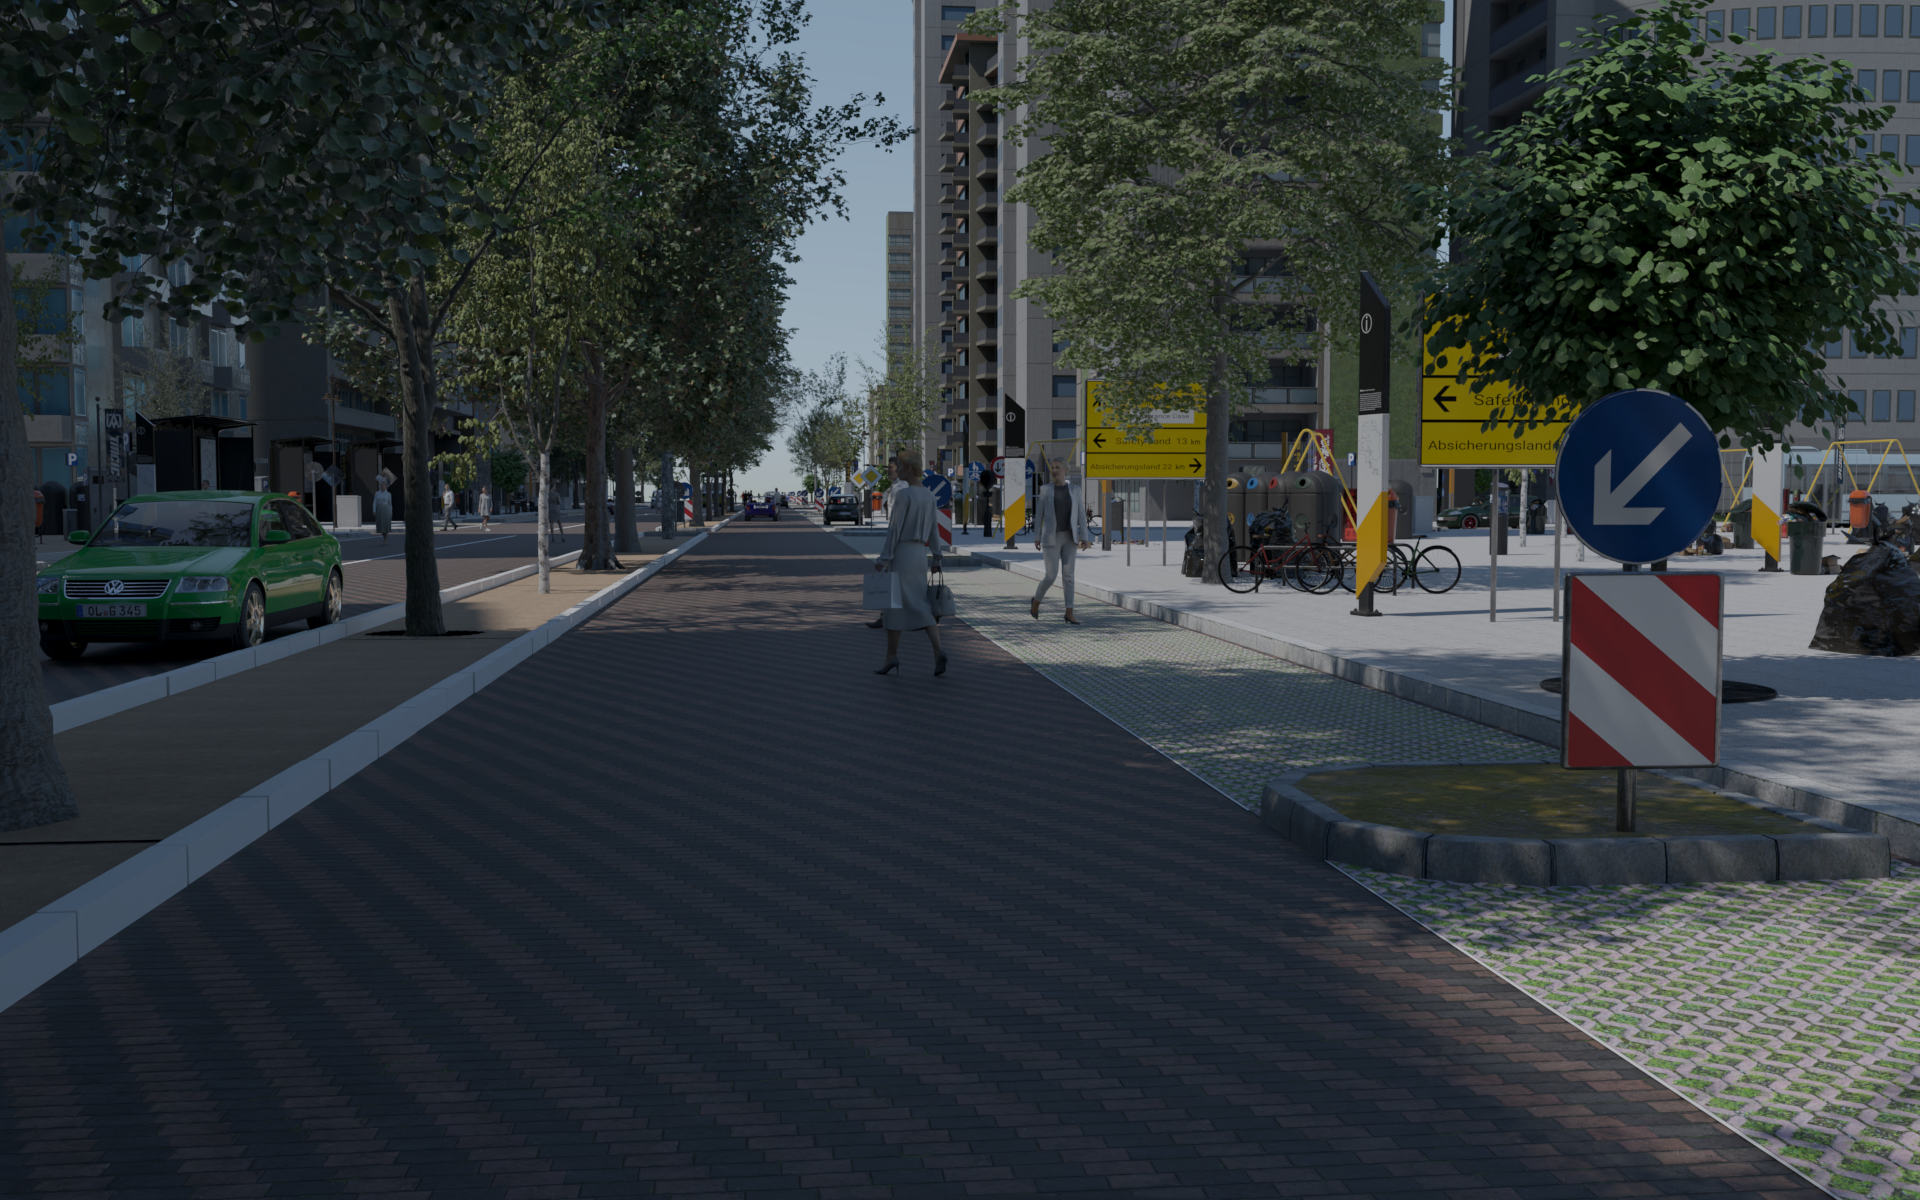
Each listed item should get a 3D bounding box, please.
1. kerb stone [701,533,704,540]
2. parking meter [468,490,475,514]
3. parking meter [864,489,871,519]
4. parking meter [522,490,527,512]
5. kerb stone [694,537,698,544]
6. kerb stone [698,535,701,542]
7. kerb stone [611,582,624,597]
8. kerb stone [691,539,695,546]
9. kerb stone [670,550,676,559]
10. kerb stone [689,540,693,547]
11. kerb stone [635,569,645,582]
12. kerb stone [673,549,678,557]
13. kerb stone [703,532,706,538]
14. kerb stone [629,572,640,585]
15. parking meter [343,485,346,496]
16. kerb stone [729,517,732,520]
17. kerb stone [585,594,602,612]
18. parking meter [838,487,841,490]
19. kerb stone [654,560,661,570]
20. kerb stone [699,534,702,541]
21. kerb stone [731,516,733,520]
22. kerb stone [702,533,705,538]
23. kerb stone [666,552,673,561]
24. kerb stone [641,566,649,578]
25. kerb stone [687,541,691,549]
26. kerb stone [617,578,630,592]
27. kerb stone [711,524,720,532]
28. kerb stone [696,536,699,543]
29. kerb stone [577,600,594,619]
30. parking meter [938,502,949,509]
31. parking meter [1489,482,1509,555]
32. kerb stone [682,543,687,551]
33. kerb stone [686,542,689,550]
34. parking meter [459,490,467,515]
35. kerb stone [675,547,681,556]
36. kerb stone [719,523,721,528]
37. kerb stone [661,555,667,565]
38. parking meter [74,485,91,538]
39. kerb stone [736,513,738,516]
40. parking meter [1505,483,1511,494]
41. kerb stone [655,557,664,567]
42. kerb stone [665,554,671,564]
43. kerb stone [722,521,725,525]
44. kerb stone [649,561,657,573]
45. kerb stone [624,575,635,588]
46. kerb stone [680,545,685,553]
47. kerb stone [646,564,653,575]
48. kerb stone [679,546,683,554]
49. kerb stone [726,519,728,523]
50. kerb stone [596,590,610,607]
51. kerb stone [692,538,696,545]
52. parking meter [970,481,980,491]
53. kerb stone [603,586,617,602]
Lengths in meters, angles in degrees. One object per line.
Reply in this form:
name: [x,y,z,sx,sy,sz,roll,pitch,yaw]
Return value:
kerb stone: [-7.954,-1.865,52.684,0.120,0.150,1.000,0,4,-6]
parking meter: [-32.005,-6.427,113.490,0.372,1.533,0.369,0,3,0]
parking meter: [-4.844,-5.042,90.848,0.372,1.533,0.369,0,3,0]
parking meter: [-30.492,-6.900,121.224,0.372,1.533,0.369,0,3,0]
kerb stone: [-7.505,-1.614,48.612,0.120,0.150,1.000,0,4,-6]
kerb stone: [-7.732,-1.740,50.644,0.120,0.150,1.000,0,4,-6]
kerb stone: [-4.828,-0.115,24.149,0.120,0.150,1.000,0,4,-6]
kerb stone: [-7.288,-1.491,46.571,0.120,0.150,1.000,0,4,-6]
kerb stone: [-6.283,-0.930,37.399,0.120,0.150,1.000,0,4,-6]
kerb stone: [-7.173,-1.423,45.551,0.120,0.150,1.000,0,4,-6]
kerb stone: [-5.269,-0.368,28.214,0.120,0.150,1.000,0,4,-6]
kerb stone: [-6.395,-0.992,38.415,0.120,0.150,1.000,0,4,-6]
kerb stone: [-8.182,-1.987,54.716,0.120,0.150,1.000,0,4,-6]
kerb stone: [-5.167,-0.306,27.197,0.120,0.150,1.000,0,4,-6]
parking meter: [-39.753,-6.519,112.299,0.255,1.863,0.399,2,4,33]
kerb stone: [-11.911,-4.079,88.884,0.120,0.150,1.000,0,4,-6]
kerb stone: [-4.498,0.068,21.089,0.120,0.150,1.000,0,4,-6]
parking meter: [-9.675,-8.160,139.133,0.255,1.863,0.399,0,4,-8]
kerb stone: [-5.725,-0.614,32.303,0.120,0.150,1.000,0,4,-6]
kerb stone: [-7.843,-1.802,51.660,0.120,0.150,1.000,0,4,-6]
kerb stone: [-12.143,-4.197,90.921,0.120,0.150,1.000,0,4,-6]
kerb stone: [-8.061,-1.927,53.700,0.120,0.150,1.000,0,4,-6]
kerb stone: [-6.167,-0.866,36.381,0.120,0.150,1.000,0,4,-6]
kerb stone: [-5.389,-0.431,29.241,0.120,0.150,1.000,0,4,-6]
kerb stone: [-7.061,-1.366,44.528,0.120,0.150,1.000,0,4,-6]
kerb stone: [-4.940,-0.182,25.165,0.120,0.150,1.000,0,4,-6]
kerb stone: [-9.685,-2.829,68.502,0.120,0.150,1.000,0,4,-6]
kerb stone: [-7.622,-1.678,49.627,0.120,0.150,1.000,0,4,-6]
kerb stone: [-4.384,0.130,20.072,0.120,0.150,1.000,0,4,-6]
parking meter: [-0.667,-3.832,71.068,0.372,1.533,0.369,0,3,0]
parking meter: [11.337,-1.713,36.423,0.372,1.533,0.369,0,3,0]
kerb stone: [-6.838,-1.237,42.484,0.120,0.150,1.000,0,4,-6]
kerb stone: [-6.947,-1.303,43.507,0.120,0.150,1.000,0,4,-6]
parking meter: [-30.119,-6.064,104.862,0.399,1.863,0.255,1,4,11]
kerb stone: [-6.507,-1.054,39.432,0.120,0.150,1.000,0,4,-6]
kerb stone: [-9.903,-2.953,70.534,0.120,0.150,1.000,0,4,-6]
kerb stone: [-5.960,-0.743,34.347,0.120,0.150,1.000,0,4,-6]
parking meter: [-23.875,-2.368,47.121,0.372,1.533,0.369,0,3,0]
kerb stone: [-13.594,-5.010,104.167,0.120,0.150,1.000,0,4,-6]
parking meter: [27.622,-5.004,87.523,0.255,1.863,0.399,-1,4,-19]
kerb stone: [-5.843,-0.676,33.324,0.120,0.150,1.000,0,4,-6]
kerb stone: [-6.050,-0.806,35.366,0.120,0.150,1.000,0,4,-6]
kerb stone: [-10.460,-3.269,75.638,0.120,0.150,1.000,0,4,-6]
kerb stone: [-5.606,-0.556,31.288,0.120,0.150,1.000,0,4,-6]
kerb stone: [-5.051,-0.242,26.181,0.120,0.150,1.000,0,4,-6]
kerb stone: [-6.728,-1.172,41.468,0.120,0.150,1.000,0,4,-6]
kerb stone: [-5.503,-0.484,30.263,0.120,0.150,1.000,0,4,-6]
kerb stone: [-6.620,-1.112,40.448,0.120,0.150,1.000,0,4,-6]
kerb stone: [-11.026,-3.581,80.741,0.120,0.150,1.000,0,4,-6]
kerb stone: [-4.605,0.005,22.112,0.120,0.150,1.000,0,4,-6]
kerb stone: [-7.396,-1.551,47.596,0.120,0.150,1.000,0,4,-6]
parking meter: [0.748,-5.334,92.919,0.399,1.863,0.255,-1,4,-15]
kerb stone: [-4.721,-0.057,23.127,0.120,0.150,1.000,0,4,-6]
